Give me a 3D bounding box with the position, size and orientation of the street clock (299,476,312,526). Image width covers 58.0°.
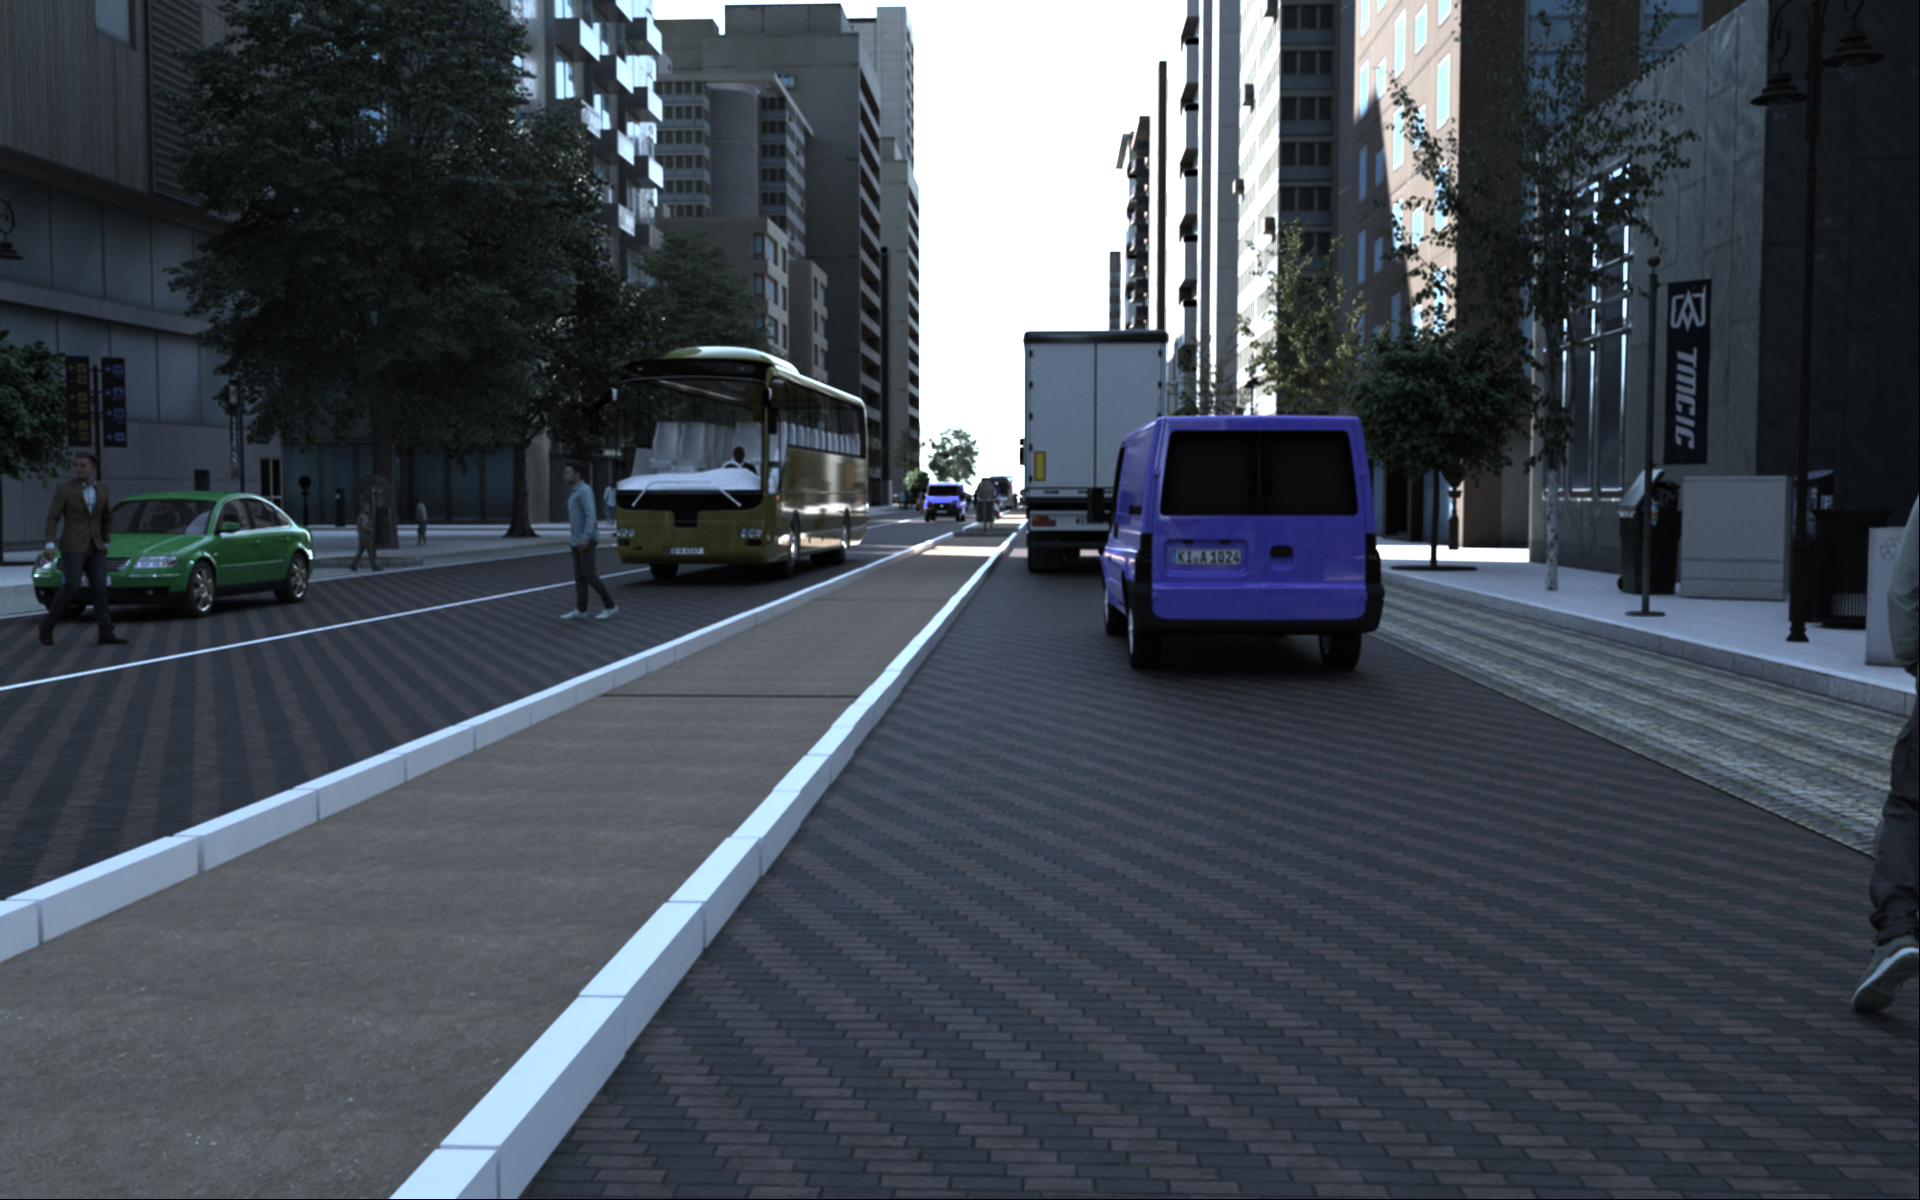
[{"bbox_3d":[-26.184,-3.958,69.286,0.471,2.002,0.358,-1,4,-16],"label":"street clock"}]

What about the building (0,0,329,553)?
[{"bbox_3d":[-33.063,-27.556,39.787,27.495,52.752,28.713,0,4,3],"label":"building"}]

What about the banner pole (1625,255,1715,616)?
[{"bbox_3d":[7.405,-1.714,18.048,0.401,3.779,0.863,-3,5,-40],"label":"banner pole"}]

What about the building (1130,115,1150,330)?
[{"bbox_3d":[30.729,-33.214,197.665,22.147,44.769,28.867,0,4,3],"label":"building"}]

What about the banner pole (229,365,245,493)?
[{"bbox_3d":[-13.962,-2.659,33.486,0.401,3.779,0.863,0,4,-4],"label":"banner pole"}]

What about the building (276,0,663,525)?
[{"bbox_3d":[-27.294,-28.408,84.081,23.786,49.044,30.456,0,4,3],"label":"building"}]

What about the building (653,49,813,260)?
[{"bbox_3d":[-26.829,-28.286,154.358,32.217,40.220,23.993,0,4,3],"label":"building"}]

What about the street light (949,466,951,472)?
[{"bbox_3d":[-1.586,-18.125,269.126,0.468,5.910,1.993,0,4,3],"label":"street light"}]

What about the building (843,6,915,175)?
[{"bbox_3d":[-15.105,-50.268,260.130,20.563,71.187,20.611,0,4,3],"label":"building"}]

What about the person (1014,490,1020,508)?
[{"bbox_3d":[5.654,-10.303,176.924,1.348,1.831,0.705,2,4,31],"label":"person"}]

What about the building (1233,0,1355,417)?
[{"bbox_3d":[26.134,-23.931,83.152,23.993,40.220,32.217,0,4,3],"label":"building"}]

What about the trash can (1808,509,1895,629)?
[{"bbox_3d":[8.526,-0.303,16.600,0.748,1.137,0.748,0,3,0],"label":"trash can"}]

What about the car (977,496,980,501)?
[{"bbox_3d":[3.032,-14.139,242.975,2.131,1.459,4.920,0,4,4],"label":"car"}]

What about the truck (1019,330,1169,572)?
[{"bbox_3d":[2.562,-2.832,35.217,2.839,4.237,11.283,0,4,3],"label":"truck"}]

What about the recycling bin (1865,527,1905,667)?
[{"bbox_3d":[7.277,-0.027,12.998,0.722,1.027,0.722,3,5,39],"label":"recycling bin"}]

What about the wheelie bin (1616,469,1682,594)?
[{"bbox_3d":[8.898,-0.882,22.334,0.693,1.594,0.980,0,4,-1],"label":"wheelie bin"}]

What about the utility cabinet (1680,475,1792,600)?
[{"bbox_3d":[9.438,-0.758,21.076,1.173,1.500,0.318,3,4,37],"label":"utility cabinet"}]

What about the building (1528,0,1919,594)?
[{"bbox_3d":[21.110,-42.903,14.143,22.319,86.520,31.000,0,4,3],"label":"building"}]

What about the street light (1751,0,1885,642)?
[{"bbox_3d":[7.302,-2.577,14.921,0.468,5.910,1.993,0,4,3],"label":"street light"}]

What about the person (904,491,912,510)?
[{"bbox_3d":[-4.739,-8.898,154.704,0.721,1.735,1.217,-3,5,-44],"label":"person"}]

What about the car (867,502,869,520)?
[{"bbox_3d":[-6.051,-5.073,95.297,2.083,1.381,4.827,0,4,1],"label":"car"}]

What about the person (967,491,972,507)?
[{"bbox_3d":[1.080,-11.261,193.411,1.217,1.735,0.721,-2,4,-26],"label":"person"}]

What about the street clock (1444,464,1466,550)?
[{"bbox_3d":[11.328,-2.148,39.694,0.471,2.002,0.358,2,4,32],"label":"street clock"}]

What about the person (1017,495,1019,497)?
[{"bbox_3d":[6.392,-11.844,202.669,1.217,1.766,0.721,1,4,23],"label":"person"}]

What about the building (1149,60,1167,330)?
[{"bbox_3d":[26.548,-32.170,176.084,14.600,45.320,14.200,0,4,3],"label":"building"}]

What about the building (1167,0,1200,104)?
[{"bbox_3d":[32.717,-34.585,154.702,28.713,52.752,27.495,0,4,3],"label":"building"}]

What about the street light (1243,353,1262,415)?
[{"bbox_3d":[9.564,-5.139,56.810,0.468,5.910,1.993,0,4,3],"label":"street light"}]

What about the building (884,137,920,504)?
[{"bbox_3d":[-16.923,-37.636,239.050,21.300,48.544,21.600,0,4,3],"label":"building"}]

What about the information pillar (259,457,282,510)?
[{"bbox_3d":[-13.890,-1.862,34.937,0.304,2.012,0.304,1,4,21],"label":"information pillar"}]

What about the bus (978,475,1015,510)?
[{"bbox_3d":[3.581,-10.280,162.945,2.948,3.499,13.247,0,4,5],"label":"bus"}]

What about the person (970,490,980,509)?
[{"bbox_3d":[1.493,-10.004,171.700,1.348,1.869,0.705,-3,5,-40],"label":"person"}]

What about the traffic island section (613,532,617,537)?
[{"bbox_3d":[-10.457,-2.234,58.800,2.009,0.180,2.903,0,4,3],"label":"traffic island section"}]

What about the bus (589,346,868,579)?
[{"bbox_3d":[-3.769,-2.503,32.476,2.896,3.916,12.252,0,4,4],"label":"bus"}]

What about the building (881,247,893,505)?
[{"bbox_3d":[-15.258,-25.871,194.686,14.160,30.474,14.107,0,4,3],"label":"building"}]

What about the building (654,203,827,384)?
[{"bbox_3d":[-25.038,-17.016,123.245,27.650,21.520,28.899,0,4,3],"label":"building"}]

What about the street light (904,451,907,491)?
[{"bbox_3d":[-5.830,-13.002,185.368,0.468,5.910,1.993,0,4,3],"label":"street light"}]

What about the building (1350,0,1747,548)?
[{"bbox_3d":[18.829,-24.220,46.102,14.600,45.320,14.200,0,4,3],"label":"building"}]

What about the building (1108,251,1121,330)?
[{"bbox_3d":[31.788,-37.160,291.165,14.154,41.232,14.086,0,4,3],"label":"building"}]

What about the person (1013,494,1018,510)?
[{"bbox_3d":[4.940,-8.736,154.558,0.421,1.427,0.697,2,4,34],"label":"person"}]

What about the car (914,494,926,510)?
[{"bbox_3d":[-2.992,-8.725,152.881,2.015,1.641,3.980,0,4,2],"label":"car"}]

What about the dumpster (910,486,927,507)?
[{"bbox_3d":[-4.146,-10.515,176.864,1.985,2.255,1.502,0,4,2],"label":"dumpster"}]

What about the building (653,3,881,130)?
[{"bbox_3d":[-19.676,-33.811,176.519,21.300,48.544,21.600,0,4,3],"label":"building"}]

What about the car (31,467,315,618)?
[{"bbox_3d":[-9.594,-0.772,21.415,1.959,1.807,4.718,0,4,1],"label":"car"}]

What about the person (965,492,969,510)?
[{"bbox_3d":[0.639,-8.697,152.172,0.593,1.643,0.415,2,4,33],"label":"person"}]

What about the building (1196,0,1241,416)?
[{"bbox_3d":[27.823,-35.651,124.886,21.231,58.520,28.212,0,4,3],"label":"building"}]

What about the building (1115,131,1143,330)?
[{"bbox_3d":[36.752,-40.150,245.695,28.713,52.752,27.495,0,4,3],"label":"building"}]

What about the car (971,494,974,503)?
[{"bbox_3d":[1.298,-16.628,280.662,1.959,1.807,4.718,0,4,4],"label":"car"}]

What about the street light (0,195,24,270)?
[{"bbox_3d":[-14.266,-3.209,25.247,0.468,5.910,1.993,0,4,3],"label":"street light"}]
